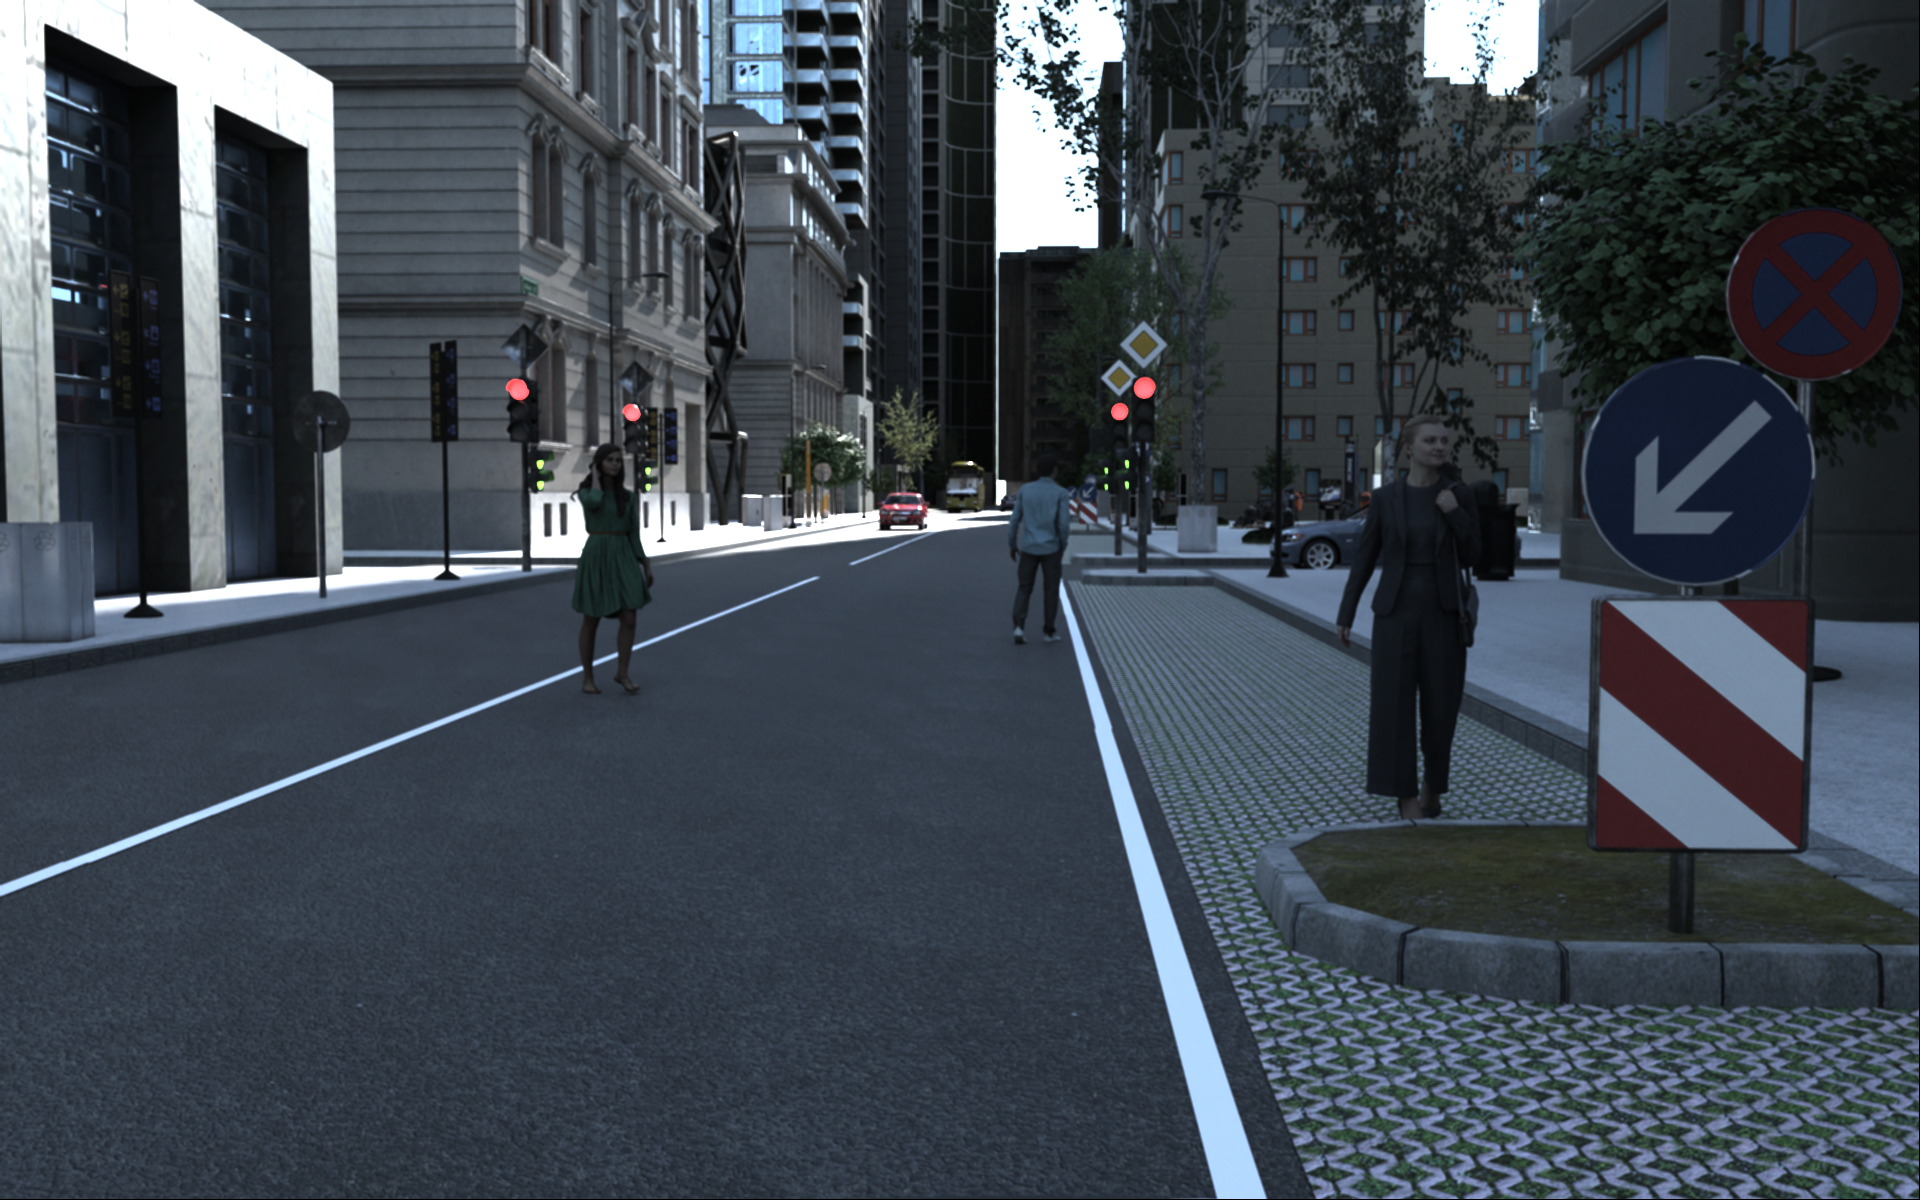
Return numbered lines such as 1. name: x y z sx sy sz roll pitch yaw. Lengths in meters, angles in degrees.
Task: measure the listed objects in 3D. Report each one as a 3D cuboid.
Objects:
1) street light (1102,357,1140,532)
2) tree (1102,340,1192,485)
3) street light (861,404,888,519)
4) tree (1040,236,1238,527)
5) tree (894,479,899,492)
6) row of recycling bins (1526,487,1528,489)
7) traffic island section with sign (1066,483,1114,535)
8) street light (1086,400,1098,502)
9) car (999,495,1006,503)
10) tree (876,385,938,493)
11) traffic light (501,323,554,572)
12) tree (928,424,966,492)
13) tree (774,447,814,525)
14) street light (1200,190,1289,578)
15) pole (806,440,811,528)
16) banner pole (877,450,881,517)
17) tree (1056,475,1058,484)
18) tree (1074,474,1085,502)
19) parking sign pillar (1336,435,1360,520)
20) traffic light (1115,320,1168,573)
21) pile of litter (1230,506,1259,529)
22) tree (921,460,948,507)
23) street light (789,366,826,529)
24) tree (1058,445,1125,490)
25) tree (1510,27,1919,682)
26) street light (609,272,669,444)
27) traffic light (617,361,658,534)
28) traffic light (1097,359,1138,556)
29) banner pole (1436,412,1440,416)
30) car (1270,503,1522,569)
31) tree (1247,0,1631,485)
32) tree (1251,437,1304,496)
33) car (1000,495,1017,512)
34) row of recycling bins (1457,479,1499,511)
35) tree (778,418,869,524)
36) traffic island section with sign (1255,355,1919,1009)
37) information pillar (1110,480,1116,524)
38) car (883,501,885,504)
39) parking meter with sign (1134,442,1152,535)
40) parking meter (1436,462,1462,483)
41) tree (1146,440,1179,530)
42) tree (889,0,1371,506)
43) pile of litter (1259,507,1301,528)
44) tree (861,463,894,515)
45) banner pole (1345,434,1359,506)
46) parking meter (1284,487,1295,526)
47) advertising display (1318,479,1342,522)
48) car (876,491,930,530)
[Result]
1. street light: 5.540 -5.268 58.674 1.470 5.913 1.316 0 4 2
2. tree: 8.626 -7.882 79.231 4.737 8.622 4.395 0 3 0
3. street light: -4.409 -7.126 89.053 1.470 5.913 1.316 0 4 2
4. tree: 6.915 -8.745 68.734 9.928 11.665 9.643 0 3 0
5. tree: -4.707 -7.257 113.253 1.663 3.219 1.824 0 3 0
6. row of recycling bins: 27.838 -4.456 79.966 3.534 1.692 1.069 0 4 4
7. traffic island section with sign: 4.369 -3.191 60.793 1.989 1.847 2.006 0 4 2
8. street light: 6.865 -6.866 84.802 1.470 5.913 1.316 0 4 2
9. car: 4.743 -9.244 163.498 2.083 1.381 4.827 0 4 1
10. tree: -3.567 -10.235 117.705 4.360 8.622 3.978 0 3 0
11. traffic light: -7.151 -2.423 28.536 0.839 4.253 0.868 0 4 2
12. tree: -1.260 -14.094 180.797 4.737 8.622 4.395 0 3 0
13. tree: -7.032 -4.671 70.975 1.663 3.219 1.824 0 3 0
14. street light: 4.374 -3.309 26.639 1.470 5.913 1.316 0 4 2
15. pole: -5.706 -4.361 65.148 0.158 3.312 0.155 0 3 0
16. banner pole: -4.636 -6.671 99.085 0.401 3.779 0.863 -1 4 -17
17. tree: 11.753 -12.091 181.403 4.285 4.588 4.351 0 3 0
18. tree: 10.334 -9.308 146.780 1.663 3.219 1.824 0 3 0
19. parking sign pillar: 18.045 -5.579 79.682 1.447 3.967 1.447 2 4 25
20. traffic light: 2.952 -2.398 28.126 0.839 4.253 0.868 0 4 2
21. pile of litter: 10.926 -3.098 64.614 1.719 0.858 1.176 1 4 10
22. tree: -2.075 -11.244 167.547 4.285 4.588 4.351 0 3 0
23. street light: -5.550 -5.528 62.918 1.470 5.913 1.316 0 4 2
24. tree: 9.663 -8.134 116.703 4.285 4.588 4.351 0 3 0
25. tree: 5.621 -1.753 12.380 4.285 4.588 4.351 0 3 0
26. street light: -6.779 -3.906 36.404 1.470 5.913 1.316 0 4 2
27. traffic light: -6.814 -2.911 36.514 0.839 4.253 0.868 0 4 2
28. traffic light: 3.289 -2.886 36.104 0.839 4.253 0.868 0 4 2
29. banner pole: 14.289 -3.819 52.460 0.863 3.779 0.401 -2 4 -34
30. car: 7.993 -1.221 31.968 4.499 1.417 2.014 0 4 1
31. tree: 5.501 -4.328 21.130 4.360 8.622 3.978 0 3 0
32. tree: 10.693 -3.941 59.044 1.663 3.219 1.824 0 3 0
33. car: 4.179 -7.786 139.888 1.945 1.354 3.894 0 4 4
34. row of recycling bins: 13.543 -2.547 48.763 3.534 1.692 1.069 -1 4 -20
35. tree: -6.142 -5.559 74.605 4.285 4.588 4.351 0 3 0
36. traffic island section with sign: 2.044 0.176 5.757 1.989 1.847 2.006 0 4 2
37. information pillar: 6.595 -4.258 74.109 0.304 2.012 0.304 1 4 15
38. car: -2.582 -4.329 80.367 1.945 1.707 3.694 0 4 2
39. parking meter with sign: 5.892 -3.622 55.487 0.543 3.016 1.738 0 4 1
40. parking meter: 8.097 -1.419 28.919 0.399 1.863 0.255 2 4 32
41. tree: 7.456 -4.145 62.372 1.663 3.219 1.824 0 3 0
42. tree: 5.058 -11.568 45.027 12.611 20.169 13.585 0 3 0
43. pile of litter: 10.797 -2.600 56.474 1.719 0.858 1.176 0 4 -1
44. tree: -5.336 -6.854 106.660 1.663 3.219 1.824 0 3 0
45. banner pole: 16.331 -5.016 72.026 0.401 3.779 0.863 -3 5 -41
46. parking meter: 11.702 -3.249 61.527 0.372 1.533 0.369 0 3 0
47. advertising display: 16.121 -4.297 75.465 0.974 1.923 0.123 1 4 18
48. car: -2.264 -3.734 70.084 2.155 1.783 4.494 0 4 2
